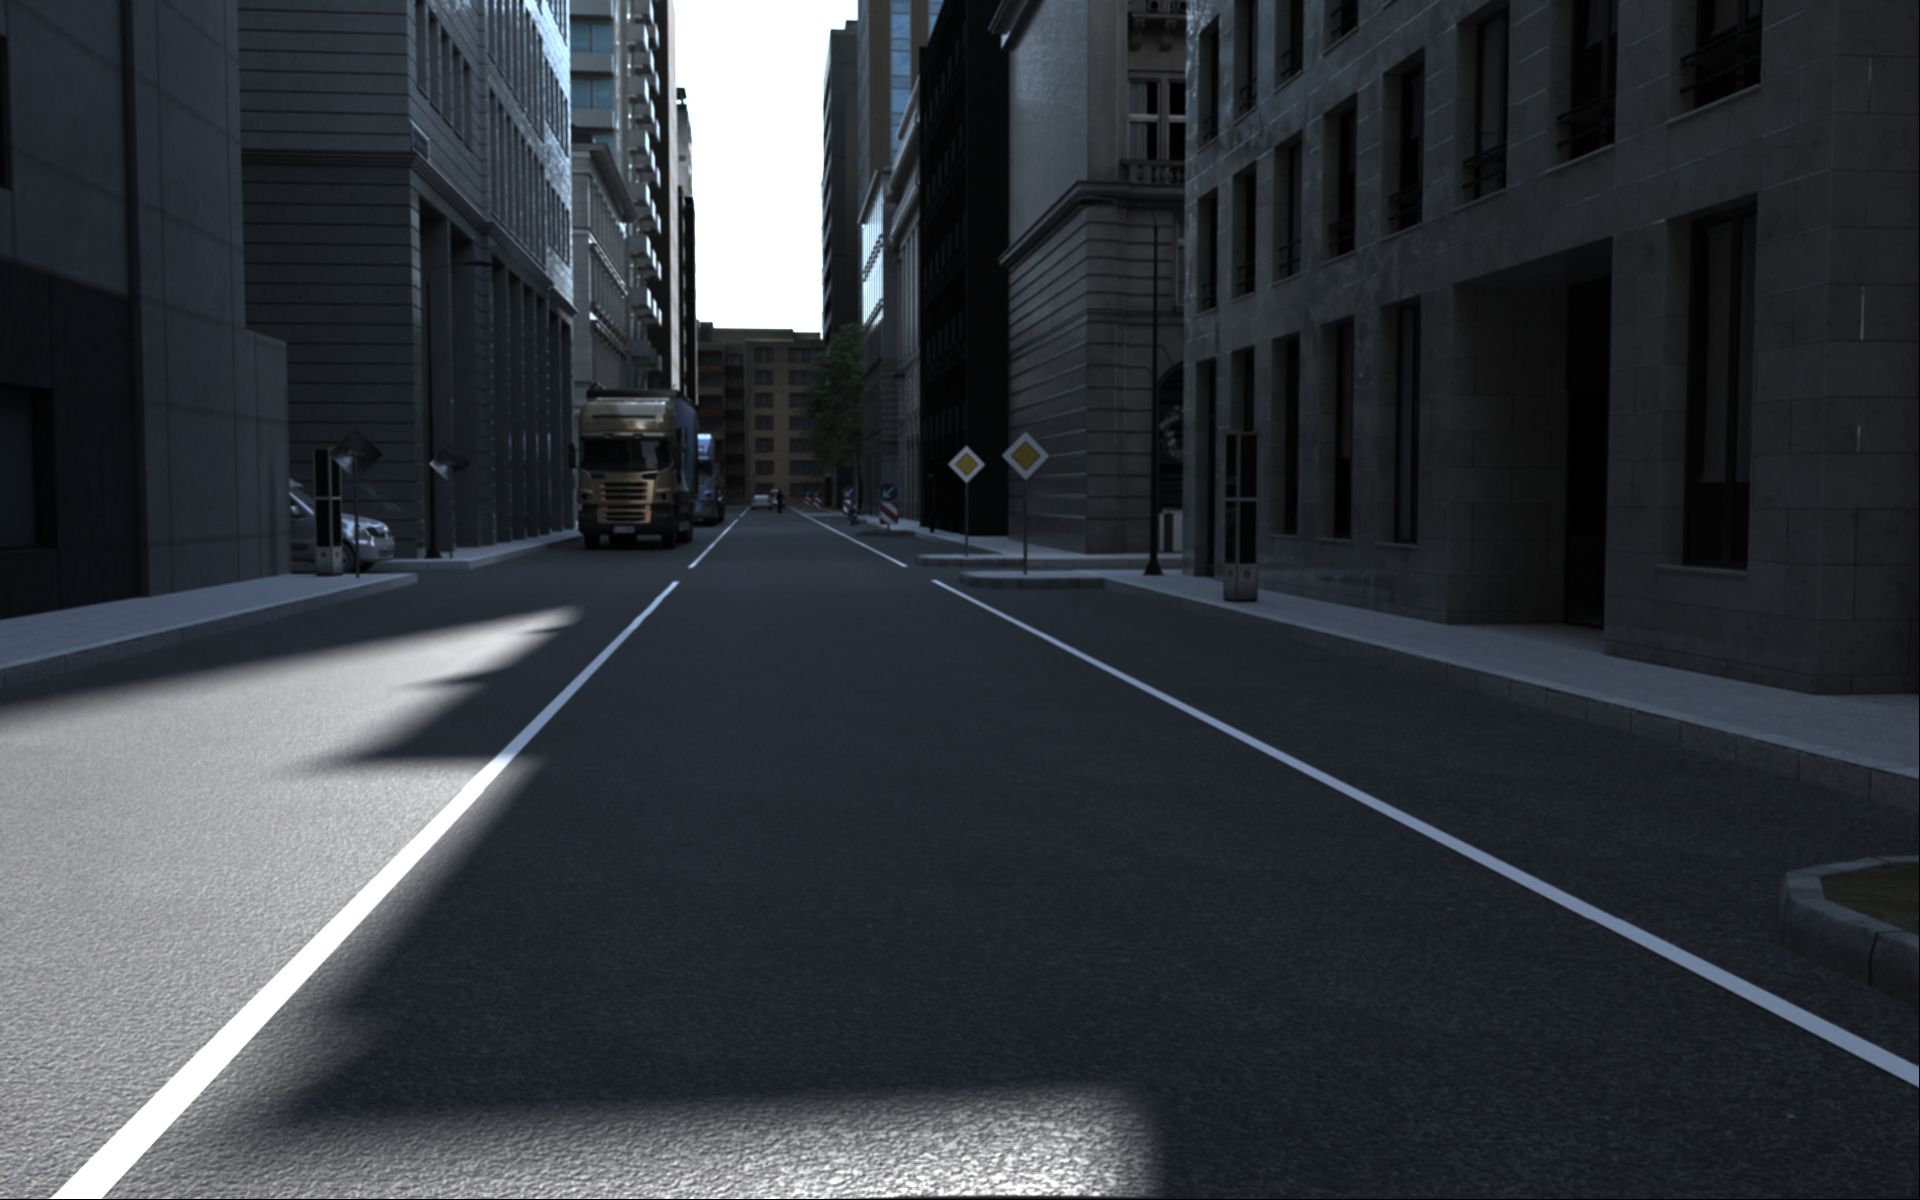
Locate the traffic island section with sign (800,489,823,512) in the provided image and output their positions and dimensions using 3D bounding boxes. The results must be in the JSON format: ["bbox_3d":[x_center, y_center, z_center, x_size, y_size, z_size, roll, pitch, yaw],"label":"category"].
[{"bbox_3d":[-11.417,-7.846,136.914,1.989,1.847,2.006,0,4,-6],"label":"traffic island section with sign"}]

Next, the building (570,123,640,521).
[{"bbox_3d":[-21.949,-14.162,82.464,10.553,20.767,40.483,0,4,-6],"label":"building"}]

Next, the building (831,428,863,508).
[{"bbox_3d":[0.588,-51.132,148.675,22.319,86.520,31.000,0,4,-6],"label":"building"}]

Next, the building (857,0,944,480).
[{"bbox_3d":[-0.141,-29.117,126.166,14.600,45.320,14.200,0,4,-6],"label":"building"}]

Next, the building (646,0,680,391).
[{"bbox_3d":[-30.912,-30.273,145.075,14.600,45.320,14.200,0,4,-6],"label":"building"}]

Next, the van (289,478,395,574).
[{"bbox_3d":[-12.281,-1.466,30.978,4.112,2.044,2.013,0,4,-5],"label":"van"}]

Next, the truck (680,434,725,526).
[{"bbox_3d":[-12.816,-5.729,83.423,2.967,4.110,18.799,0,4,-6],"label":"truck"}]

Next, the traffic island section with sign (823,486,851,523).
[{"bbox_3d":[-5.706,-4.783,86.832,1.989,1.847,2.006,0,4,-6],"label":"traffic island section with sign"}]

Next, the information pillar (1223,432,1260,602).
[{"bbox_3d":[3.347,-0.986,20.607,0.304,2.012,0.304,-2,4,-23],"label":"information pillar"}]

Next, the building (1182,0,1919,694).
[{"bbox_3d":[9.659,-10.066,19.332,10.420,20.320,16.860,0,4,-6],"label":"building"}]

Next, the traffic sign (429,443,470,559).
[{"bbox_3d":[-10.098,-1.876,34.315,0.795,2.450,0.064,0,4,-6],"label":"traffic sign"}]

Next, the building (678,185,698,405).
[{"bbox_3d":[-31.727,-23.793,160.716,14.160,30.474,14.107,0,4,-6],"label":"building"}]

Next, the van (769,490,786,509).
[{"bbox_3d":[-18.285,-10.121,172.495,2.013,2.044,4.112,0,4,-7],"label":"van"}]

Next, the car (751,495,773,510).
[{"bbox_3d":[-18.120,-8.937,158.485,2.083,1.381,4.827,0,4,-6],"label":"car"}]

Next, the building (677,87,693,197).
[{"bbox_3d":[-34.091,-30.107,175.840,14.086,41.232,14.154,0,4,-6],"label":"building"}]

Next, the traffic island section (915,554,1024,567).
[{"bbox_3d":[0.154,-0.811,35.538,2.009,0.180,2.903,0,4,-6],"label":"traffic island section"}]

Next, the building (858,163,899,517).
[{"bbox_3d":[-0.609,-15.464,101.982,9.793,20.994,18.267,0,4,-6],"label":"building"}]

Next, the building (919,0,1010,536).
[{"bbox_3d":[5.424,-14.115,60.461,12.332,23.373,15.834,0,4,-6],"label":"building"}]

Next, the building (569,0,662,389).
[{"bbox_3d":[-32.900,-30.746,122.304,23.786,49.044,30.456,0,4,-6],"label":"building"}]

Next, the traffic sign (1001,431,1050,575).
[{"bbox_3d":[1.038,-1.461,27.524,0.795,2.450,0.064,0,4,-6],"label":"traffic sign"}]

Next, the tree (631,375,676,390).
[{"bbox_3d":[-19.252,-9.590,107.165,4.360,8.622,3.978,0,3,0],"label":"tree"}]

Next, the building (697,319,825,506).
[{"bbox_3d":[-30.983,-22.049,205.534,28.899,21.520,27.650,0,4,-6],"label":"building"}]

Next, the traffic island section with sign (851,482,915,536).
[{"bbox_3d":[-2.636,-3.143,60.020,1.989,1.847,2.006,0,4,-6],"label":"traffic island section with sign"}]

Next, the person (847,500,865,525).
[{"bbox_3d":[-4.881,-4.008,79.530,0.738,1.151,1.012,-1,4,-23],"label":"person"}]

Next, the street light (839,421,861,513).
[{"bbox_3d":[-6.985,-8.422,110.245,1.470,5.913,1.316,0,4,-6],"label":"street light"}]

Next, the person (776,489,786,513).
[{"bbox_3d":[-13.610,-7.491,130.995,0.705,1.821,1.348,-3,4,-36],"label":"person"}]

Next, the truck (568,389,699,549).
[{"bbox_3d":[-8.928,-3.653,48.640,2.839,4.237,11.283,0,4,-5],"label":"truck"}]

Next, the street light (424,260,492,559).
[{"bbox_3d":[-9.971,-3.786,34.435,1.470,5.913,1.316,0,4,-6],"label":"street light"}]

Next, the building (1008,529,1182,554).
[{"bbox_3d":[13.483,-12.328,43.367,24.055,21.916,13.314,0,4,-6],"label":"building"}]

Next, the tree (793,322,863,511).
[{"bbox_3d":[-7.349,-12.036,114.912,7.486,12.596,7.792,0,3,0],"label":"tree"}]

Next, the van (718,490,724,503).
[{"bbox_3d":[-21.962,-8.978,153.809,2.013,2.044,4.112,0,4,-8],"label":"van"}]

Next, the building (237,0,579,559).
[{"bbox_3d":[-17.752,-16.506,47.362,11.434,29.767,29.804,0,4,-6],"label":"building"}]

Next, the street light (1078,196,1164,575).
[{"bbox_3d":[2.533,-3.347,27.266,1.470,5.913,1.316,0,4,-6],"label":"street light"}]

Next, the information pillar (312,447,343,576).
[{"bbox_3d":[-9.899,-1.384,27.127,0.304,2.012,0.304,1,4,13],"label":"information pillar"}]

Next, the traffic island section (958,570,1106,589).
[{"bbox_3d":[1.060,-0.326,27.604,2.009,0.180,2.903,0,4,-6],"label":"traffic island section"}]

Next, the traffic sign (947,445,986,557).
[{"bbox_3d":[0.132,-1.946,35.458,0.795,2.450,0.064,0,4,-6],"label":"traffic sign"}]

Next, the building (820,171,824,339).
[{"bbox_3d":[-8.962,-31.678,201.525,14.086,41.232,14.154,0,4,-6],"label":"building"}]

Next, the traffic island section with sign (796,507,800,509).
[{"bbox_3d":[-14.579,-9.534,164.504,1.989,1.847,2.006,0,4,-6],"label":"traffic island section with sign"}]

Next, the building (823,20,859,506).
[{"bbox_3d":[-2.816,-33.772,175.867,21.300,48.544,21.600,0,4,-6],"label":"building"}]

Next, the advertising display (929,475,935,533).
[{"bbox_3d":[-0.931,-3.214,57.766,0.123,1.923,0.974,0,4,5],"label":"advertising display"}]

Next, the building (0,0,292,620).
[{"bbox_3d":[-19.908,-35.250,14.597,20.611,71.187,20.563,0,4,-6],"label":"building"}]

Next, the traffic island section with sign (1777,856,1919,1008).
[{"bbox_3d":[3.635,0.215,5.111,1.989,1.847,2.006,0,4,-6],"label":"traffic island section with sign"}]

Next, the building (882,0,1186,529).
[{"bbox_3d":[3.821,-14.642,81.200,13.314,21.916,24.055,0,4,-6],"label":"building"}]

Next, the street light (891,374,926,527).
[{"bbox_3d":[-1.958,-5.779,67.034,1.470,5.913,1.316,0,4,-6],"label":"street light"}]

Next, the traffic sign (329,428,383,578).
[{"bbox_3d":[-9.192,-1.391,26.381,0.795,2.450,0.064,0,4,-6],"label":"traffic sign"}]
